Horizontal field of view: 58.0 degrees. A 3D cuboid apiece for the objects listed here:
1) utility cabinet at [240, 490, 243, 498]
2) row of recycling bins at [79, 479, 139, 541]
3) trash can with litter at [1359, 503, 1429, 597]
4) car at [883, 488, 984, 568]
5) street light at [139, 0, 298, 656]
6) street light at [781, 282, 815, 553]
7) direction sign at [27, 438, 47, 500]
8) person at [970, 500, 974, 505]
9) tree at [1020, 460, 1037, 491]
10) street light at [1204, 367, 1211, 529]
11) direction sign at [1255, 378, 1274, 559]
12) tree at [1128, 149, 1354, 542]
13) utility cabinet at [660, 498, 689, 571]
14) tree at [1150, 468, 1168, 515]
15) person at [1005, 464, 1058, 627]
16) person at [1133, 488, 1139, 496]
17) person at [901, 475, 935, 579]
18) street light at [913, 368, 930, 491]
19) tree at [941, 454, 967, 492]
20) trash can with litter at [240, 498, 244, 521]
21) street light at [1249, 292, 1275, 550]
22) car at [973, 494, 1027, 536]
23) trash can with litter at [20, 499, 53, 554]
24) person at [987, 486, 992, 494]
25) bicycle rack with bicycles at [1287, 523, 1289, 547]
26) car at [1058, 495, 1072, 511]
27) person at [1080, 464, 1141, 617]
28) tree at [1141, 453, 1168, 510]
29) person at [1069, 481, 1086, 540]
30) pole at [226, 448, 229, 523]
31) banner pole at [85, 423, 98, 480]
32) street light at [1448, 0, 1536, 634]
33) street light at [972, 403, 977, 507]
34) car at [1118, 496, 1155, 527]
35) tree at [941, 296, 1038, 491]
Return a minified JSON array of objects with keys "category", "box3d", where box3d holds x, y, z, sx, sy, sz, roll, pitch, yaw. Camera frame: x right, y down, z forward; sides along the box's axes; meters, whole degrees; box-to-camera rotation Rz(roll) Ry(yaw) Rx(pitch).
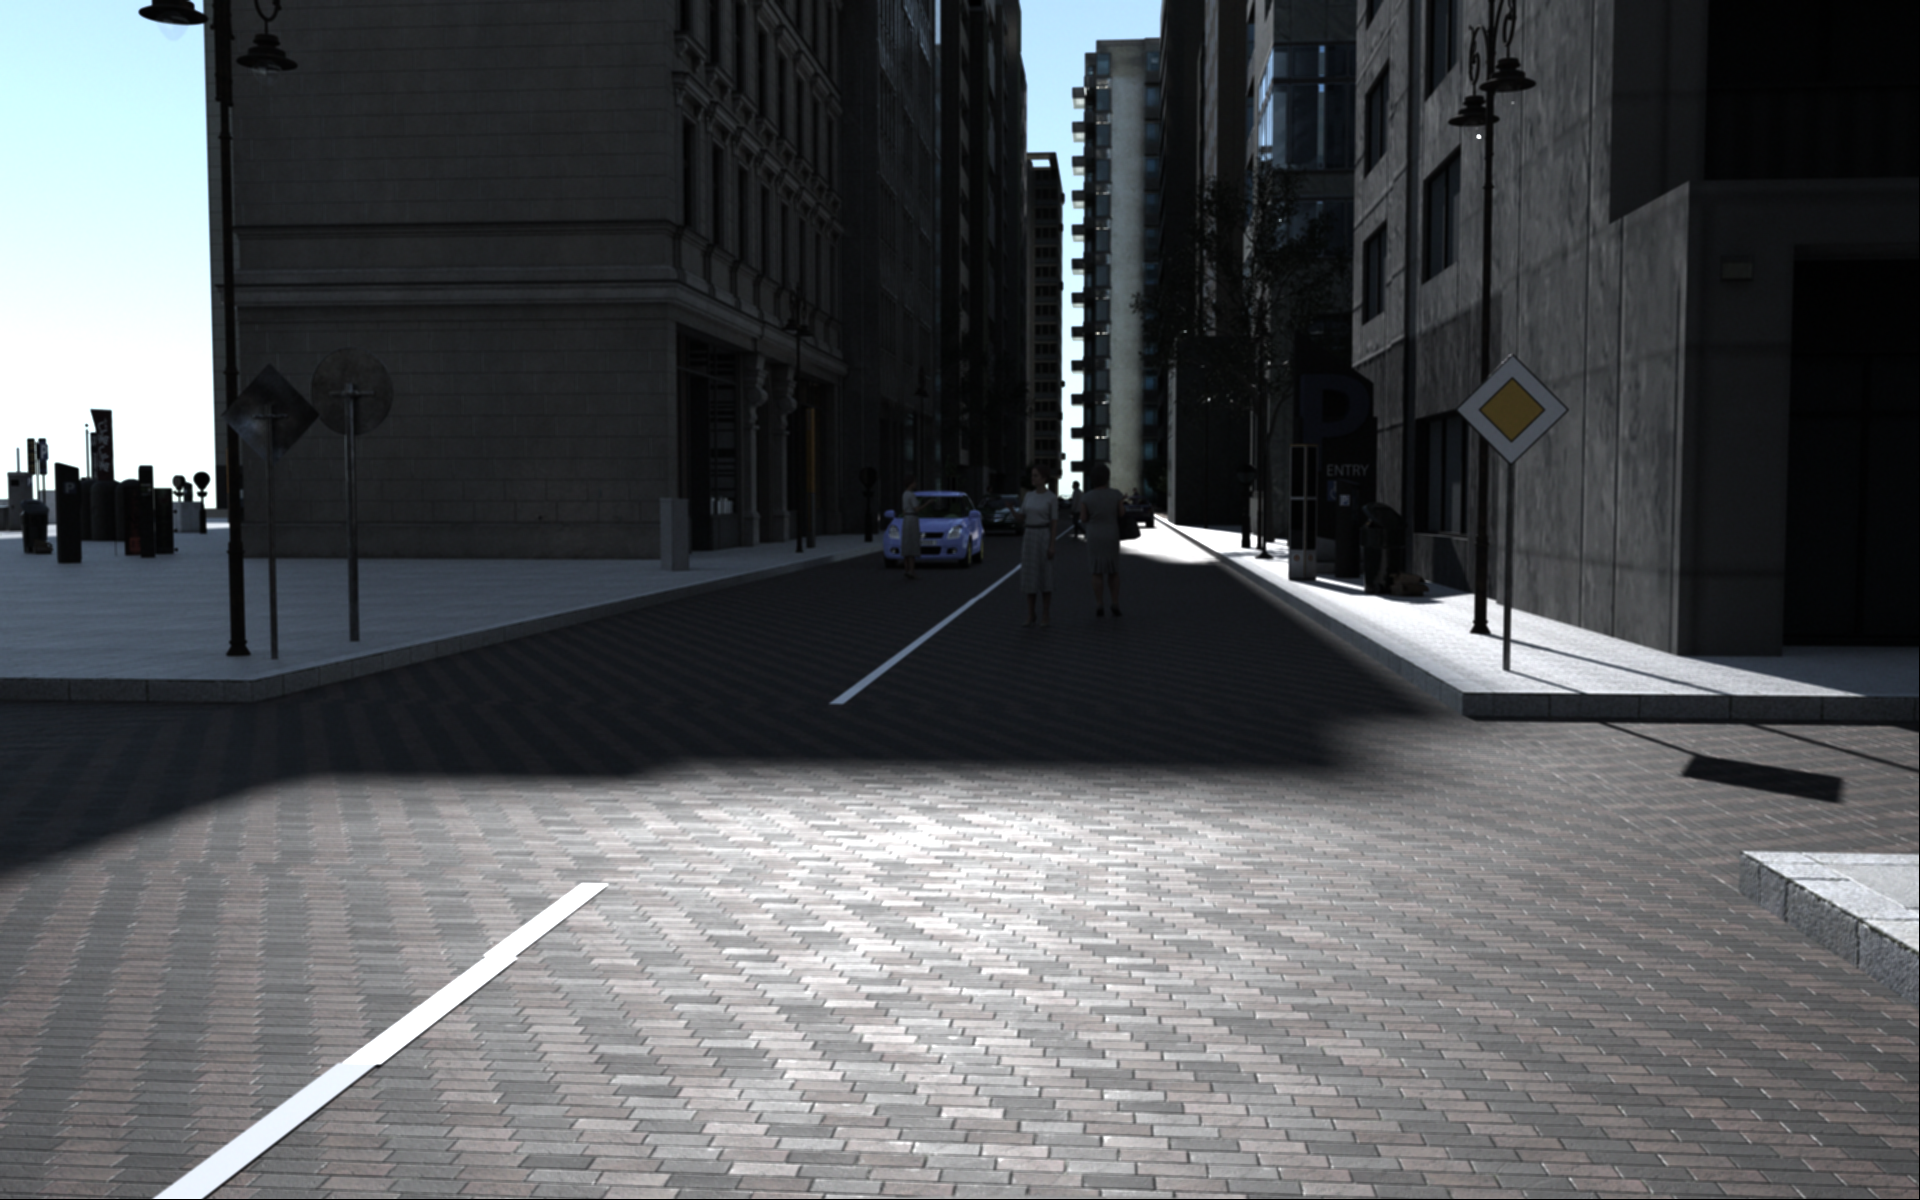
[{"category":"utility cabinet","box3d":[-36.927,-4.972,89.976,1.173,1.500,0.318,1,4,10]},{"category":"row of recycling bins","box3d":[-23.692,-2.493,47.880,3.534,1.692,1.069,2,4,33]},{"category":"trash can with litter","box3d":[5.580,-0.654,22.078,0.624,1.170,1.055,-2,4,-25]},{"category":"car","box3d":[-0.500,-1.543,34.820,1.945,1.707,3.694,0,4,6]},{"category":"street light","box3d":[-5.747,-2.497,13.616,0.468,5.910,1.993,0,4,5]},{"category":"street light","box3d":[-3.531,-3.984,37.918,0.468,5.910,1.993,0,4,5]},{"category":"direction sign","box3d":[-37.393,-4.785,70.231,0.876,3.537,0.379,1,4,12]},{"category":"person","box3d":[0.237,-2.270,50.299,0.352,1.250,0.332,1,4,13]},{"category":"tree","box3d":[6.903,-11.116,165.464,4.285,4.588,4.351,0,3,0]},{"category":"street light","box3d":[9.019,-5.537,63.318,0.468,5.910,1.993,0,4,5]},{"category":"direction sign","box3d":[6.043,-2.587,34.302,0.379,3.537,0.876,1,4,14]},{"category":"tree","box3d":[8.372,-6.834,46.154,8.767,10.594,7.601,1,4,17]},{"category":"utility cabinet","box3d":[-4.821,-1.108,29.276,0.306,1.237,1.020,-1,4,-21]},{"category":"tree","box3d":[12.982,-6.801,105.791,1.663,3.219,1.824,0,3,0]},{"category":"person","box3d":[0.790,-0.586,18.658,0.480,1.755,0.524,2,4,30]},{"category":"person","box3d":[9.400,-5.197,93.916,0.568,1.767,0.683,1,4,20]},{"category":"person","box3d":[-0.738,-1.229,29.161,0.524,1.755,0.480,-2,4,-27]},{"category":"street light","box3d":[-1.365,-5.476,62.323,0.468,5.910,1.993,0,4,5]},{"category":"tree","box3d":[-0.471,-5.483,84.255,1.663,3.219,1.824,0,3,0]},{"category":"trash can with litter","box3d":[-23.023,-2.716,55.792,0.624,1.170,1.055,-1,4,-19]},{"category":"street light","box3d":[6.916,-4.100,39.815,0.468,5.910,1.993,0,4,5]},{"category":"car","box3d":[1.425,-3.026,61.281,2.131,1.459,4.920,0,4,6]},{"category":"trash can with litter","box3d":[-19.858,-1.591,37.406,0.624,1.170,1.055,-3,5,-45]},{"category":"person","box3d":[1.258,-3.625,68.343,0.524,1.755,0.480,0,4,-3]},{"category":"bicycle rack with bicycles","box3d":[9.476,-1.773,42.371,2.925,0.926,2.852,-3,5,-45]},{"category":"car","box3d":[9.122,-8.348,149.065,1.945,1.354,3.894,0,4,6]},{"category":"person","box3d":[1.769,-0.705,20.390,0.716,1.782,0.532,0,4,4]},{"category":"tree","box3d":[15.956,-9.398,137.363,4.285,4.588,4.351,0,3,0]},{"category":"person","box3d":[3.716,-2.783,53.842,0.795,1.843,0.661,2,4,34]},{"category":"pole","box3d":[-32.297,-5.058,76.546,0.158,3.312,0.155,0,3,0]},{"category":"banner pole","box3d":[-30.917,-4.387,61.738,0.401,3.779,0.863,1,4,11]},{"category":"street light","box3d":[4.800,-2.631,15.803,0.468,5.910,1.993,0,4,5]},{"category":"street light","box3d":[0.777,-6.913,85.823,0.468,5.910,1.993,0,4,5]},{"category":"car","box3d":[7.579,-3.868,75.823,1.945,1.354,3.894,0,4,4]},{"category":"tree","box3d":[-0.585,-8.839,78.922,8.767,10.594,7.601,0,4,5]}]
